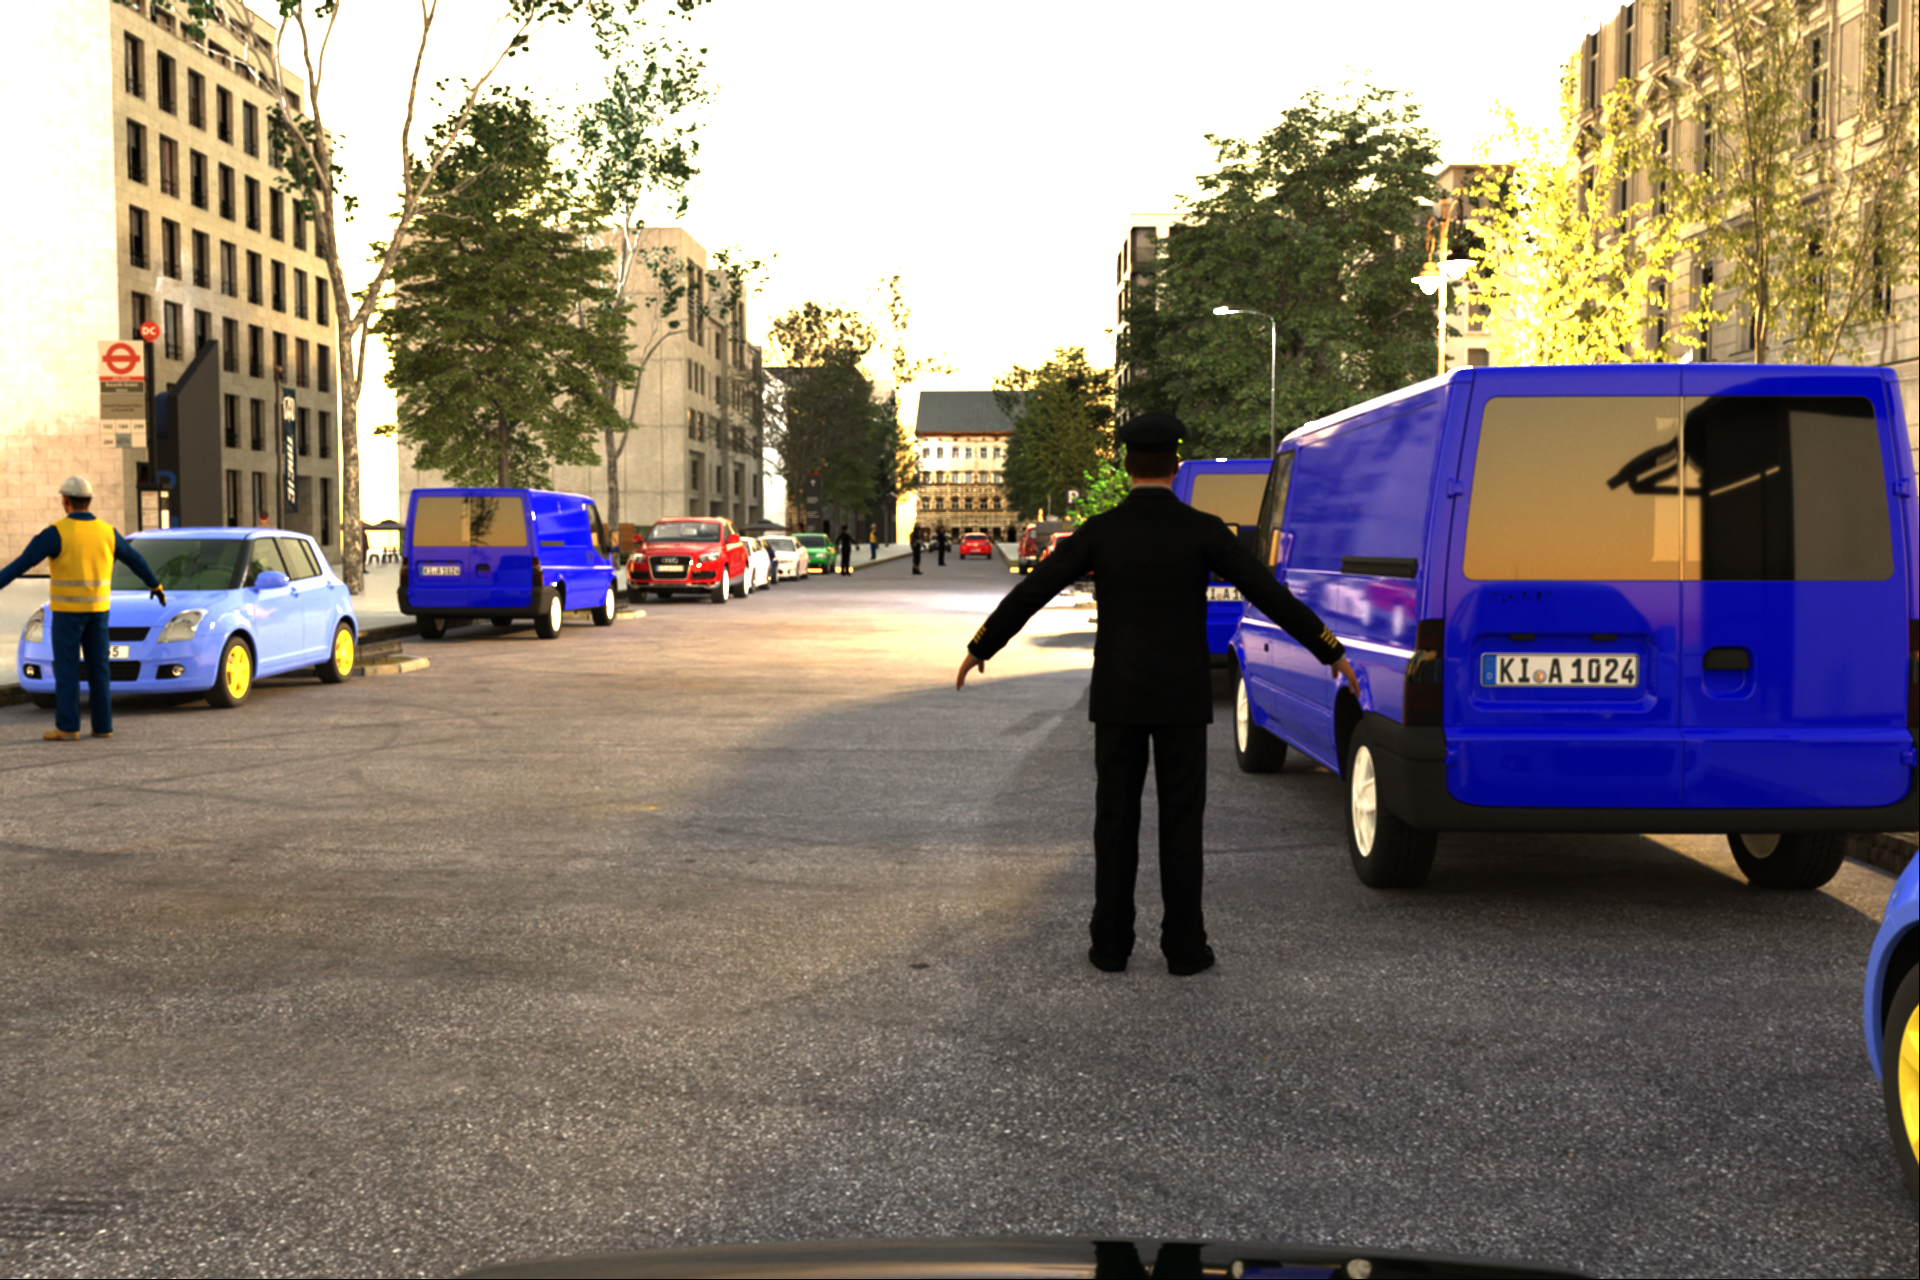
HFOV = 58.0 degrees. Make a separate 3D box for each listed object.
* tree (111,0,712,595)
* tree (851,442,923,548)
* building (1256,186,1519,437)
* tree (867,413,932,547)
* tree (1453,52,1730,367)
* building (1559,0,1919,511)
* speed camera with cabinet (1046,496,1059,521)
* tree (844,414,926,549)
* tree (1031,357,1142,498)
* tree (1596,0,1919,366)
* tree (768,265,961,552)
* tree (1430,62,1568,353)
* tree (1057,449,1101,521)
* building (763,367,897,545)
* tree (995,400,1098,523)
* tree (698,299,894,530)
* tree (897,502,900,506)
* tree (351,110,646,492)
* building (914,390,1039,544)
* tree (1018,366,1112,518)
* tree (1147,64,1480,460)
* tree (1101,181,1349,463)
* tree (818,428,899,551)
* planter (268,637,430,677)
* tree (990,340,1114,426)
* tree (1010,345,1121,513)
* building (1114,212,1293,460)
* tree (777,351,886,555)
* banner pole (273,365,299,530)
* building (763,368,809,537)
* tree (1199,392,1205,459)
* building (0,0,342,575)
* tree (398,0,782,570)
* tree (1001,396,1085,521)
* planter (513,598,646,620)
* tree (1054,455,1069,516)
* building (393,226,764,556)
[{"bbox_3d":[-11.442,-10.963,35.141,12.611,20.169,13.585,0,3,0],"label":"tree"},{"bbox_3d":[-7.353,-13.526,155.558,8.767,10.594,7.601,0,4,5],"label":"tree"},{"bbox_3d":[22.467,-14.947,100.805,16.016,20.090,11.380,0,4,1],"label":"building"},{"bbox_3d":[-7.265,-15.831,169.198,12.009,13.543,11.850,0,3,0],"label":"tree"},{"bbox_3d":[9.697,-4.726,27.635,4.737,8.622,4.395,0,3,0],"label":"tree"},{"bbox_3d":[27.489,-15.840,35.401,17.030,29.872,44.131,0,4,1],"label":"building"},{"bbox_3d":[4.553,-5.507,84.374,0.660,3.252,2.038,0,4,2],"label":"speed camera with cabinet"},{"bbox_3d":[-7.035,-13.453,145.705,9.928,11.665,9.643,0,3,0],"label":"tree"},{"bbox_3d":[7.384,-9.553,90.599,8.767,10.594,7.601,1,4,18],"label":"tree"},{"bbox_3d":[8.821,-4.216,19.299,4.360,8.622,3.978,0,3,0],"label":"tree"},{"bbox_3d":[-6.807,-16.274,121.962,12.611,20.169,13.585,0,3,0],"label":"tree"},{"bbox_3d":[24.541,-13.040,69.086,12.611,20.169,13.585,0,3,0],"label":"tree"},{"bbox_3d":[7.194,-10.165,116.558,4.360,8.622,3.978,0,3,0],"label":"tree"},{"bbox_3d":[-23.000,-23.463,227.587,27.936,21.610,32.646,0,4,1],"label":"building"},{"bbox_3d":[7.596,-15.236,155.766,9.857,13.997,8.962,0,3,0],"label":"tree"},{"bbox_3d":[-8.507,-11.061,91.214,12.009,13.543,11.850,0,3,0],"label":"tree"},{"bbox_3d":[-10.693,-19.174,263.859,4.360,8.622,3.978,0,3,0],"label":"tree"},{"bbox_3d":[-12.310,-7.855,46.554,7.486,12.596,7.792,0,3,0],"label":"tree"},{"bbox_3d":[2.911,-26.251,262.596,18.063,23.208,19.493,0,4,3],"label":"building"},{"bbox_3d":[4.740,-7.630,75.120,4.737,8.622,4.395,0,3,0],"label":"tree"},{"bbox_3d":[9.639,-8.694,48.805,9.857,13.997,8.962,0,3,0],"label":"tree"},{"bbox_3d":[9.828,-9.653,64.482,9.857,13.997,8.962,0,3,0],"label":"tree"},{"bbox_3d":[-8.277,-12.226,134.304,7.601,10.594,8.767,-2,4,-32],"label":"tree"},{"bbox_3d":[-6.747,0.174,18.299,1.991,0.319,1.994,0,4,2],"label":"planter"},{"bbox_3d":[9.599,-19.131,168.687,12.611,20.169,13.585,0,3,0],"label":"tree"},{"bbox_3d":[6.454,-11.416,104.772,7.486,12.596,7.792,0,3,0],"label":"tree"},{"bbox_3d":[25.039,-17.281,126.519,27.936,21.610,32.646,0,4,1],"label":"building"},{"bbox_3d":[-7.970,-11.573,107.338,7.486,12.596,7.792,0,3,0],"label":"tree"},{"bbox_3d":[-10.121,-2.204,26.048,0.401,3.779,0.863,0,4,1],"label":"banner pole"},{"bbox_3d":[-27.035,-21.904,189.057,19.493,23.208,18.063,0,4,2],"label":"building"},{"bbox_3d":[11.119,-7.615,74.869,4.360,8.622,3.978,0,3,0],"label":"tree"},{"bbox_3d":[-29.192,-12.483,57.984,10.420,20.400,16.860,0,4,1],"label":"building"},{"bbox_3d":[-12.589,-12.454,59.513,12.611,20.169,13.585,0,3,0],"label":"tree"},{"bbox_3d":[6.930,-13.444,137.943,7.486,12.596,7.792,0,3,0],"label":"tree"},{"bbox_3d":[-6.517,-0.537,29.926,1.991,0.319,1.994,0,4,1],"label":"planter"},{"bbox_3d":[8.260,-12.028,147.016,4.360,8.622,3.978,0,3,0],"label":"tree"},{"bbox_3d":[-23.804,-15.250,115.791,16.747,18.905,31.486,0,4,2],"label":"building"}]
